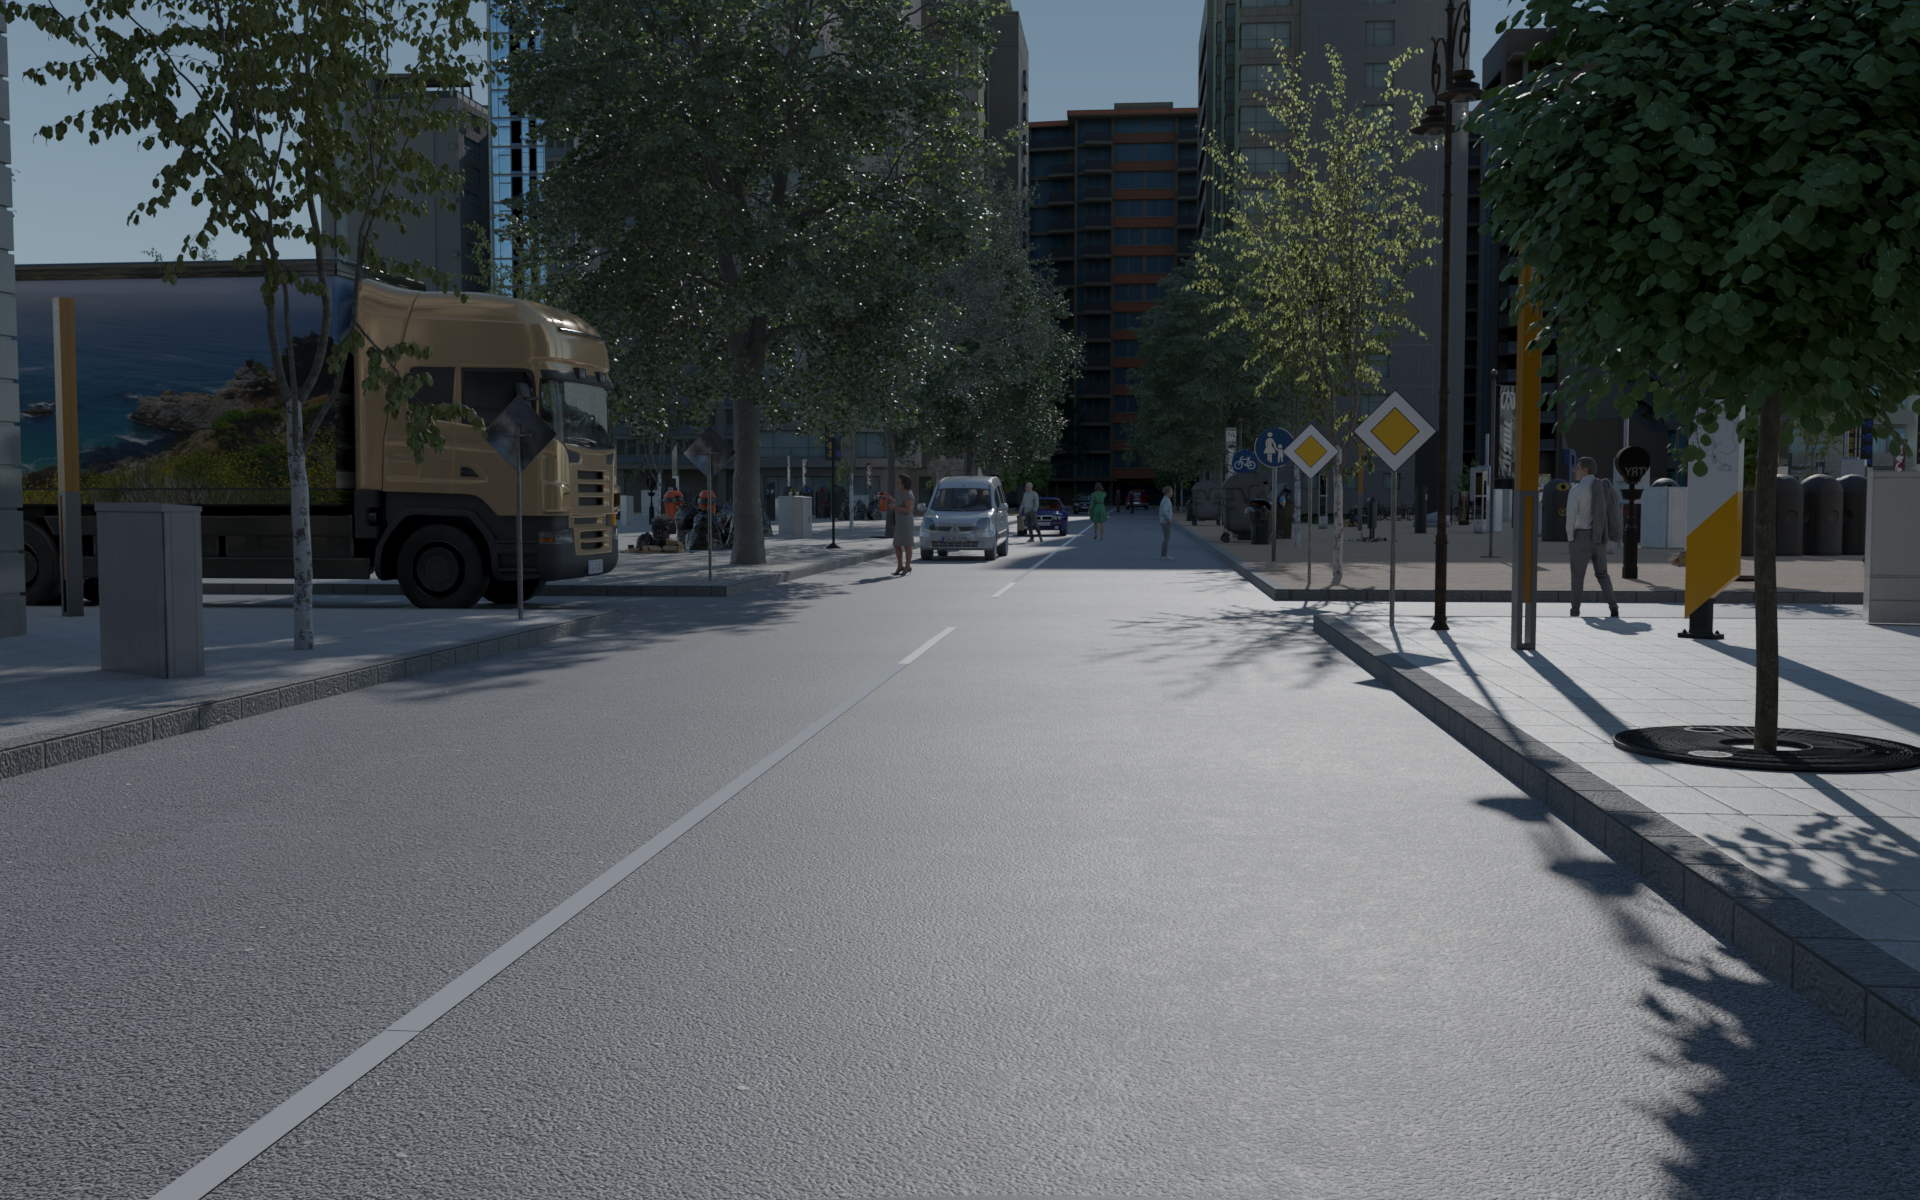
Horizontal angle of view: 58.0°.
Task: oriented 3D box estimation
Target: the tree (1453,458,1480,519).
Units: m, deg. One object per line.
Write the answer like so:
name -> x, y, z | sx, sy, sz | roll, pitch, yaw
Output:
tree -> 26.909, -5.880, 90.744 | 1.663, 3.219, 1.824 | 0, 3, 0

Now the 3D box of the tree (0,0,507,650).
tree -> -5.404, -3.882, 13.837 | 4.737, 8.622, 4.395 | 0, 3, 0

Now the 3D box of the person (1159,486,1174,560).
person -> 4.499, -1.674, 37.686 | 0.330, 1.601, 0.589 | 1, 4, 8

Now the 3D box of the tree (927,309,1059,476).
tree -> 1.184, -9.701, 84.363 | 9.928, 11.665, 9.643 | 0, 3, 0

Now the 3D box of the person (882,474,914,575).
person -> -1.102, -1.332, 30.643 | 0.532, 1.782, 0.716 | -1, 4, -20

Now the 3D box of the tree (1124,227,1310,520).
tree -> 12.646, -10.865, 84.294 | 9.857, 13.997, 8.962 | 0, 3, 0

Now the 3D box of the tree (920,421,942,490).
tree -> -0.886, -8.916, 96.138 | 4.737, 8.622, 4.395 | 0, 3, 0

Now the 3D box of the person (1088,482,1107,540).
person -> 4.320, -2.772, 54.073 | 0.600, 1.795, 0.529 | -1, 4, -14

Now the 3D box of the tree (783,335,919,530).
tree -> -4.077, -6.766, 60.986 | 4.737, 8.622, 4.395 | 0, 3, 0

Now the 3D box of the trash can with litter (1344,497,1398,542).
trash can with litter -> 10.998, -2.193, 46.906 | 1.678, 1.210, 2.233 | 1, 4, 22

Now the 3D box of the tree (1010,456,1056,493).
tree -> 4.920, -8.122, 116.504 | 4.285, 4.588, 4.351 | 0, 3, 0

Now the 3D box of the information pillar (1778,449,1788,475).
information pillar -> 24.633, -3.710, 52.005 | 0.504, 3.616, 0.183 | -1, 4, -11

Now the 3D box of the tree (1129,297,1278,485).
tree -> 13.719, -11.092, 98.368 | 9.611, 12.733, 9.660 | 0, 3, 0

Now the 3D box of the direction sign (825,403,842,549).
direction sign -> -2.984, -2.983, 40.769 | 0.379, 3.537, 0.876 | 1, 4, 18

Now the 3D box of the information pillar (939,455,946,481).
information pillar -> -0.923, -6.131, 91.600 | 0.183, 3.616, 0.504 | 3, 4, 39

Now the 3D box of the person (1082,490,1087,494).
person -> 11.401, -9.199, 158.931 | 1.348, 1.821, 0.705 | -1, 4, -19

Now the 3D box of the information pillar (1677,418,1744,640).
information pillar -> 6.645, -1.461, 15.247 | 0.183, 3.616, 0.504 | -3, 4, -36

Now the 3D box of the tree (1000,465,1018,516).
tree -> 2.583, -6.603, 102.564 | 1.663, 3.219, 1.824 | 0, 3, 0

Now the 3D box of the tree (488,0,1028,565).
tree -> -3.782, -7.631, 31.427 | 9.857, 13.997, 8.962 | 0, 3, 0

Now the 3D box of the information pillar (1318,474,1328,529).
information pillar -> 13.409, -3.635, 63.926 | 0.304, 2.012, 0.304 | 1, 4, 19

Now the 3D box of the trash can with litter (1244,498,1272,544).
trash can with litter -> 7.670, -2.005, 44.171 | 0.624, 1.170, 1.055 | 2, 4, 25

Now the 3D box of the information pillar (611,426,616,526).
information pillar -> -7.784, -2.900, 38.766 | 0.183, 3.616, 0.504 | 0, 4, -5

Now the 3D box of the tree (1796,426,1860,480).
tree -> 39.205, -7.878, 79.173 | 4.737, 8.622, 4.395 | 0, 3, 0

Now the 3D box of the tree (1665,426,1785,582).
tree -> 11.641, -1.915, 25.918 | 1.663, 3.219, 1.824 | 0, 3, 0

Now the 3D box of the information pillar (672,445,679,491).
information pillar -> -13.040, -5.387, 79.438 | 0.183, 3.616, 0.504 | -3, 4, -38

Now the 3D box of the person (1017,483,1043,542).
person -> 2.065, -2.617, 51.767 | 0.782, 1.767, 0.515 | 3, 5, 40

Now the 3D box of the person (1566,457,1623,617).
person -> 6.860, -0.620, 18.742 | 0.679, 1.850, 0.850 | -1, 4, -16

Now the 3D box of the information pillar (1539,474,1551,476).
information pillar -> 21.572, -3.637, 63.956 | 0.304, 2.012, 0.304 | -1, 4, -10

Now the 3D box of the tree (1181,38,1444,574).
tree -> 5.891, -4.722, 27.573 | 4.360, 8.622, 3.978 | 0, 3, 0

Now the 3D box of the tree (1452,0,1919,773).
tree -> 4.094, -1.522, 8.602 | 4.285, 4.588, 4.351 | 0, 3, 0

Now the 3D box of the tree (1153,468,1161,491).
tree -> 16.801, -9.148, 133.281 | 4.285, 4.588, 4.351 | 0, 3, 0

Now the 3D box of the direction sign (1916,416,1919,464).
direction sign -> 25.161, -3.232, 44.837 | 0.379, 3.537, 0.876 | -2, 4, -24

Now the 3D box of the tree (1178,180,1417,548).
tree -> 8.246, -5.546, 41.035 | 4.737, 8.622, 4.395 | 0, 3, 0

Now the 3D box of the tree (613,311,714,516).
tree -> -11.035, -6.923, 63.558 | 4.360, 8.622, 3.978 | 0, 3, 0

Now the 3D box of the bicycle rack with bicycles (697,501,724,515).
bicycle rack with bicycles -> -13.720, -5.070, 96.275 | 2.925, 0.926, 2.852 | 2, 4, 29

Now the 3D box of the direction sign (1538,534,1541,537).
direction sign -> 17.215, -3.658, 51.804 | 0.379, 3.537, 0.876 | 1, 4, 11

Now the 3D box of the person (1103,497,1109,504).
person -> 12.534, -8.587, 152.156 | 1.065, 1.426, 0.557 | 0, 4, -6

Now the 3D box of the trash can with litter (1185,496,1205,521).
trash can with litter -> 11.149, -4.298, 81.658 | 1.055, 1.170, 0.624 | 2, 4, 27

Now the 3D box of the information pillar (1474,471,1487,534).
information pillar -> 16.861, -3.157, 56.104 | 0.304, 2.012, 0.304 | 3, 5, 41

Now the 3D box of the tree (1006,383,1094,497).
tree -> 6.989, -12.238, 134.502 | 7.601, 10.594, 8.767 | 1, 4, 10

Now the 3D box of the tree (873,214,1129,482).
tree -> 0.444, -9.402, 70.723 | 9.611, 12.733, 9.660 | 0, 3, 0

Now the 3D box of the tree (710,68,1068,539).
tree -> -1.991, -8.533, 49.877 | 12.009, 13.543, 11.850 | 0, 3, 0

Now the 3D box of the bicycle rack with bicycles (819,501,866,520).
bicycle rack with bicycles -> -6.047, -4.562, 87.968 | 2.852, 0.926, 2.925 | 0, 4, 0

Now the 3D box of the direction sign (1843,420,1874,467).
direction sign -> 26.438, -3.612, 51.051 | 0.379, 3.537, 0.876 | -2, 4, -33

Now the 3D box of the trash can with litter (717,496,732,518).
trash can with litter -> -12.458, -5.043, 93.505 | 2.233, 1.210, 1.678 | 2, 4, 25
